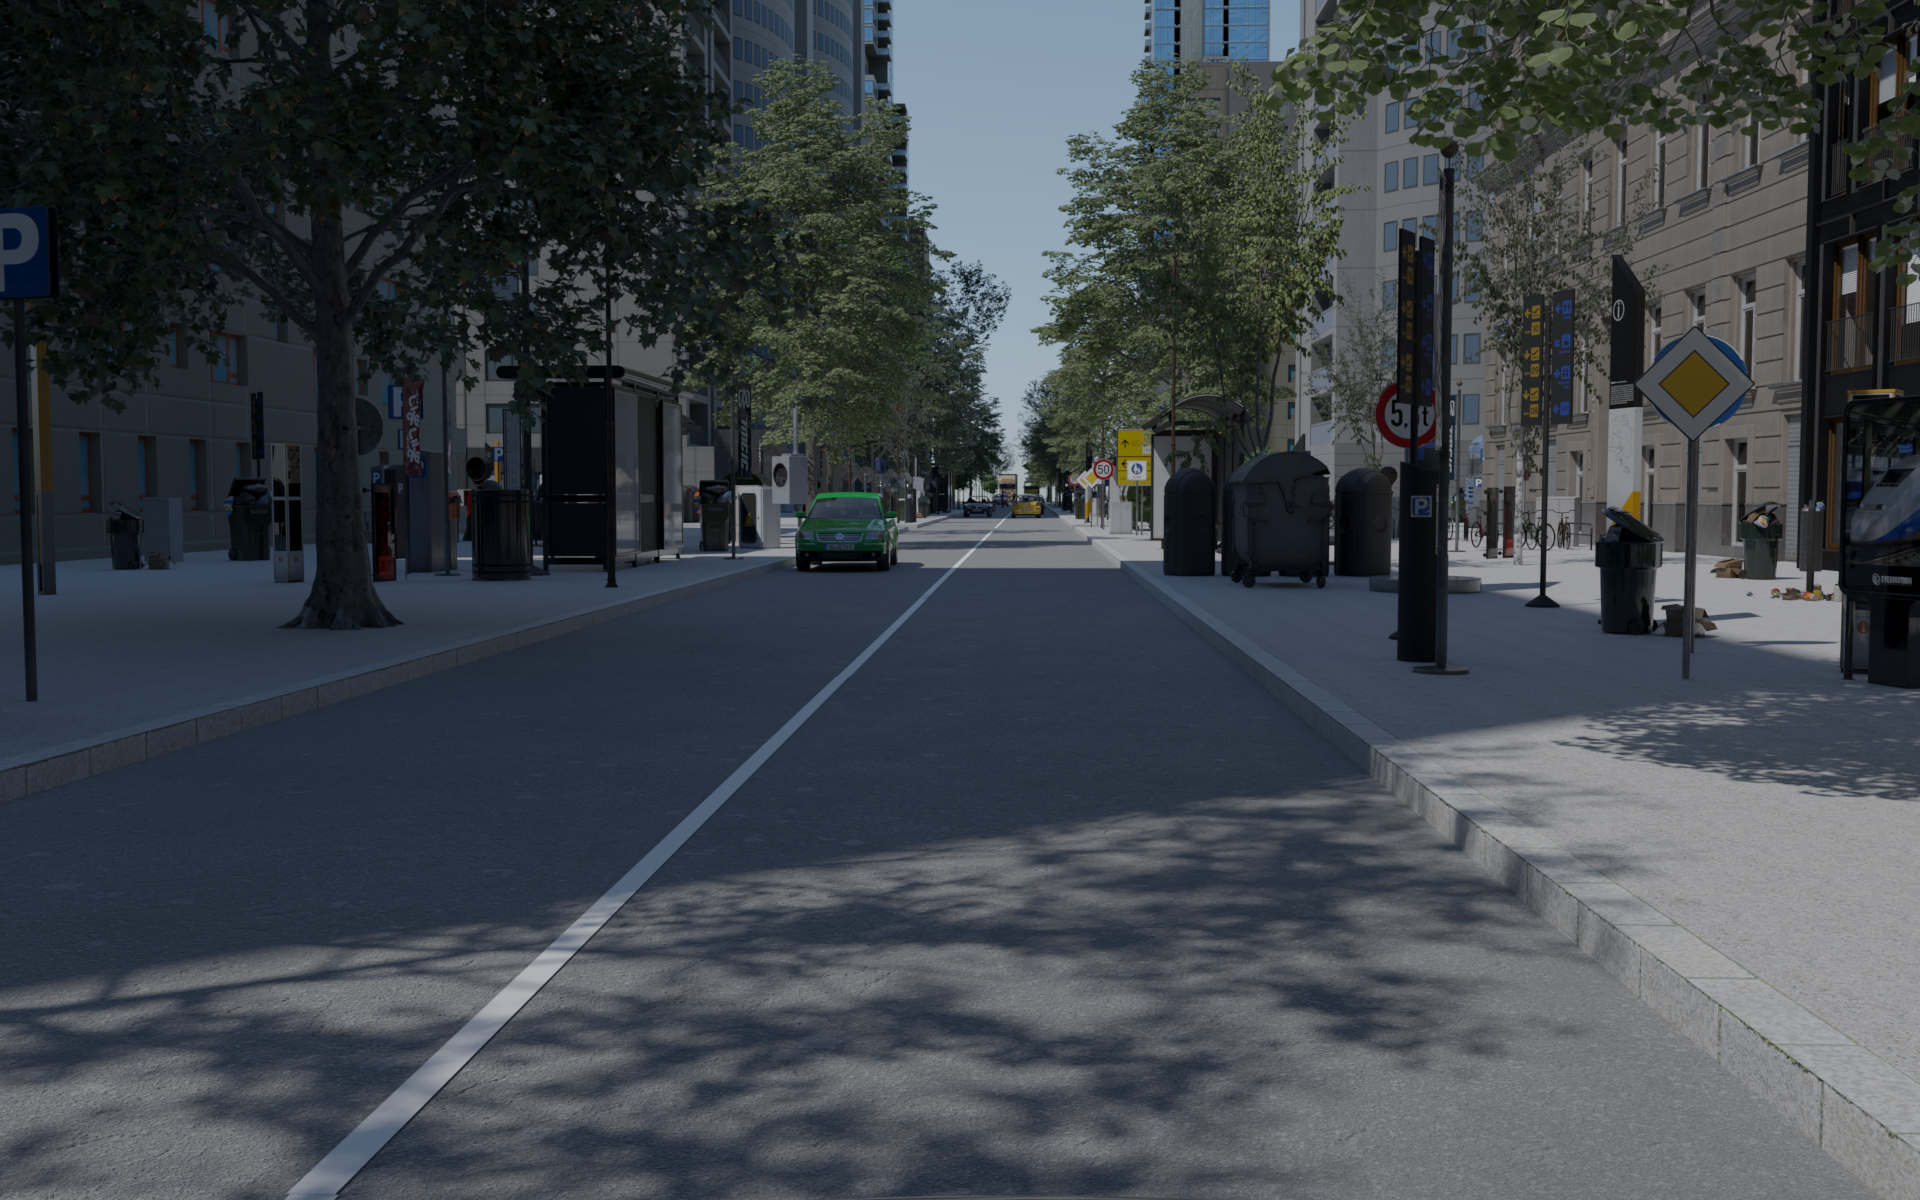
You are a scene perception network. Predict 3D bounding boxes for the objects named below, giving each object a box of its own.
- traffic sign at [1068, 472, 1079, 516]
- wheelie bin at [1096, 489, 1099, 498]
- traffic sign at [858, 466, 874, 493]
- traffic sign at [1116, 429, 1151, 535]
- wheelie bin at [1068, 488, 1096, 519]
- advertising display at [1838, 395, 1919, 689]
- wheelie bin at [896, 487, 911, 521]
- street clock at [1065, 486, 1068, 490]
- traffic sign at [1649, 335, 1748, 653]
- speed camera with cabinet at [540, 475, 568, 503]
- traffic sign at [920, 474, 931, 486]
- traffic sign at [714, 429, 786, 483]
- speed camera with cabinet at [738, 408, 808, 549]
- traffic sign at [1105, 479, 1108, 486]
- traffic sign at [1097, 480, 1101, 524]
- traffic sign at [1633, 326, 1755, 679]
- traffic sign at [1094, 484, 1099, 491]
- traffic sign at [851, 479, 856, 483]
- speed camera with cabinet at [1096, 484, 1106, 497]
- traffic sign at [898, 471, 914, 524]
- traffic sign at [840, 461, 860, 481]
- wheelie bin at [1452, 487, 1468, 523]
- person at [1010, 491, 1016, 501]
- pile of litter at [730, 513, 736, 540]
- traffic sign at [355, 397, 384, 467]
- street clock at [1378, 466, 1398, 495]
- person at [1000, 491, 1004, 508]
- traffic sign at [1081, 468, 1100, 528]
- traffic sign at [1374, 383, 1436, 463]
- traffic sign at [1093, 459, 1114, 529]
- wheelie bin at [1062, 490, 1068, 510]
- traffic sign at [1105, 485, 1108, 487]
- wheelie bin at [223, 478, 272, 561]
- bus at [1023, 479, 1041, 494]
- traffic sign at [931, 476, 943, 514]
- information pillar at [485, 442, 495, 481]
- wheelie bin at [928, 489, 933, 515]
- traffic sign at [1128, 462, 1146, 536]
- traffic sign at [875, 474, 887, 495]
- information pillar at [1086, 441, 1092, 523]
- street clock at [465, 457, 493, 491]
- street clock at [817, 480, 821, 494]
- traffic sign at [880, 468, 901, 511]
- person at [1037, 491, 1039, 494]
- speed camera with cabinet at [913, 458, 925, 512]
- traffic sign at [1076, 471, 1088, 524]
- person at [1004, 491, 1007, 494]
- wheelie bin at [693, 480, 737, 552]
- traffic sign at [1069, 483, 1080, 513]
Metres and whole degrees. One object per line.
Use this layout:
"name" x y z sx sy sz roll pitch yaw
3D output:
"traffic sign" 6.777 -6.238 102.101 0.768 2.556 0.104 1 4 9
"wheelie bin" 9.301 -6.641 116.483 0.693 1.594 0.980 1 4 16
"traffic sign" -4.321 -4.835 79.152 0.768 2.556 0.104 1 4 11
"traffic sign" 6.001 -3.675 53.957 2.265 3.308 0.079 0 4 3
"wheelie bin" 6.227 -4.905 88.110 0.980 1.594 0.693 1 4 22
"advertising display" 6.239 -0.385 11.516 0.123 1.923 0.974 -1 4 -12
"wheelie bin" -2.596 -4.550 82.297 0.980 1.594 0.693 2 4 32
"street clock" 9.170 -8.727 147.254 0.471 2.002 0.358 -1 4 -12
"traffic sign" 5.886 -0.844 13.912 0.768 2.556 0.104 1 4 10
"speed camera with cabinet" -19.287 -5.375 82.225 0.660 3.252 2.038 -3 4 -36
"traffic sign" -2.241 -6.692 109.522 0.768 2.556 0.104 0 4 7
"traffic sign" -6.537 -3.674 53.935 2.265 3.308 0.079 0 4 4
"speed camera with cabinet" -4.392 -2.822 40.476 0.660 3.252 2.038 -3 5 -42
"traffic sign" 10.028 -7.060 115.532 0.768 2.556 0.104 1 4 9
"traffic sign" 5.799 -4.336 73.030 0.606 2.300 0.079 0 4 6
"traffic sign" 5.049 -0.660 11.984 0.795 2.450 0.064 1 4 8
"traffic sign" 9.585 -7.500 122.726 0.768 2.556 0.104 0 4 8
"traffic sign" -5.115 -4.884 79.965 0.768 2.556 0.104 1 4 8
"speed camera with cabinet" 9.610 -8.067 126.237 2.038 3.252 0.660 1 4 9
"traffic sign" -2.346 -4.324 74.339 0.795 2.450 0.064 0 4 2
"traffic sign" -4.234 -4.075 66.730 0.768 2.556 0.104 0 4 6
"wheelie bin" 22.466 -4.265 77.645 0.693 1.594 0.980 2 4 27
"person" 6.347 -11.757 201.443 1.217 1.735 0.721 -1 4 -13
"pile of litter" -6.345 -2.123 48.683 1.176 0.858 1.719 0 4 3
"traffic sign" -7.961 -1.390 22.834 0.768 2.556 0.104 1 4 10
"street clock" 11.145 -2.485 45.204 0.471 2.002 0.358 0 4 -3
"person" 4.253 -10.232 176.515 0.721 1.735 1.217 -1 4 -12
"traffic sign" 5.017 -3.816 66.029 0.795 2.450 0.064 0 4 2
"traffic sign" 4.995 -1.176 19.328 0.768 2.556 0.104 0 4 4
"traffic sign" 5.193 -3.827 62.684 0.768 2.556 0.104 1 4 9
"wheelie bin" 8.430 -7.823 135.808 0.980 1.594 0.693 3 5 42
"traffic sign" 10.740 -7.512 122.819 0.884 2.594 0.081 0 4 7
"wheelie bin" -13.669 -1.562 33.442 0.693 1.594 0.980 3 4 38
"bus" 11.550 -17.564 278.724 2.896 3.916 12.252 0 4 2
"traffic sign" -1.504 -6.781 112.049 0.795 2.450 0.064 1 4 12
"information pillar" -21.136 -5.296 77.943 0.504 3.616 0.183 -3 5 -42
"wheelie bin" -2.137 -6.014 106.243 0.980 1.594 0.693 1 4 11
"traffic sign" 5.465 -3.141 53.490 0.606 2.300 0.079 1 4 12
"traffic sign" -4.076 -5.339 89.425 0.606 2.300 0.079 0 4 5
"information pillar" 5.745 -5.253 77.235 0.183 3.616 0.504 2 4 32
"street clock" -9.291 -1.770 33.516 0.471 2.002 0.358 1 4 17
"street clock" -7.561 -5.286 90.997 0.471 2.002 0.358 -1 4 -16
"traffic sign" -2.670 -3.836 66.360 0.795 2.450 0.064 0 4 2
"person" 9.184 -11.894 202.976 0.705 1.824 1.348 -1 4 -16
"speed camera with cabinet" -2.273 -6.058 93.384 0.660 3.252 2.038 0 4 6
"traffic sign" 5.341 -4.304 74.007 0.795 2.450 0.064 0 4 2
"person" 5.647 -12.597 214.327 0.709 1.838 0.599 1 4 22
"wheelie bin" -5.478 -1.892 38.841 0.980 1.594 0.693 -1 4 -13
"traffic sign" 7.599 -7.060 115.431 0.884 2.594 0.081 1 4 10
